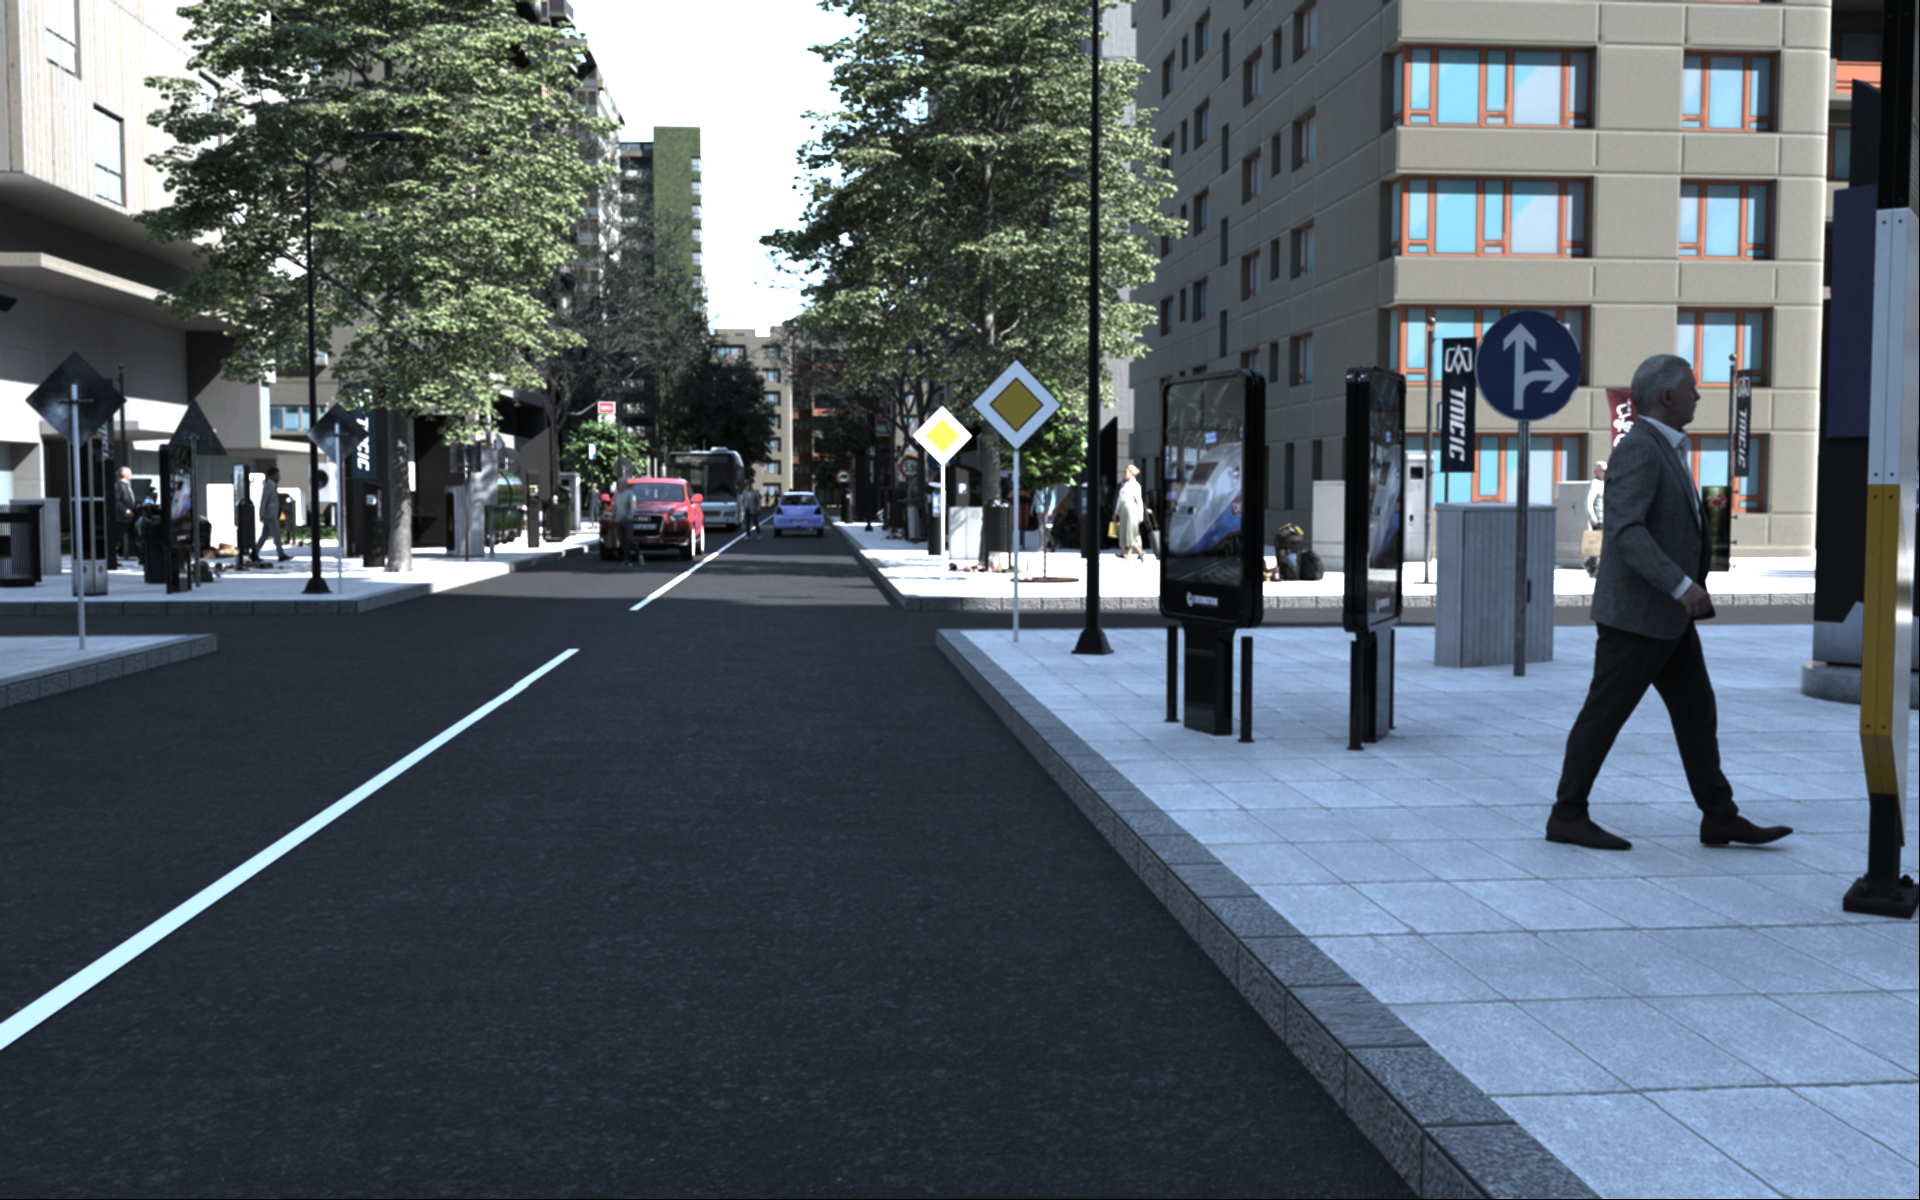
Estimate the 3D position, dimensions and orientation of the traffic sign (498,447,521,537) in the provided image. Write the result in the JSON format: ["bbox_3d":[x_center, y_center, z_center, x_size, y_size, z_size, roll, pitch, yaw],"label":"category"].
[{"bbox_3d":[-12.327,-2.873,47.077,0.768,2.556,0.104,0,4,1],"label":"traffic sign"}]

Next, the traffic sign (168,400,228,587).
[{"bbox_3d":[-10.527,-1.458,23.850,0.884,2.594,0.081,0,4,0],"label":"traffic sign"}]

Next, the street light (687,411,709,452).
[{"bbox_3d":[-14.617,-7.590,96.634,1.470,5.913,1.316,0,4,-5],"label":"street light"}]

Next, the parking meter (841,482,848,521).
[{"bbox_3d":[-5.430,-4.630,81.417,0.255,1.863,0.399,-1,4,-23],"label":"parking meter"}]

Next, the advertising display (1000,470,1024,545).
[{"bbox_3d":[1.122,-2.331,43.333,0.974,1.923,0.123,-1,4,-15],"label":"advertising display"}]

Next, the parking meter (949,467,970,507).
[{"bbox_3d":[-0.015,-1.911,36.961,0.399,1.863,0.255,-3,4,-37],"label":"parking meter"}]

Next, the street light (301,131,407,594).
[{"bbox_3d":[-7.778,-3.041,22.265,1.470,5.913,1.316,0,4,-5],"label":"street light"}]

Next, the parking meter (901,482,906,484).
[{"bbox_3d":[-2.590,-4.613,81.136,0.399,1.863,0.255,-3,5,-39],"label":"parking meter"}]

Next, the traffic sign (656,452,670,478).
[{"bbox_3d":[-15.082,-5.493,83.680,2.265,3.308,0.079,0,4,3],"label":"traffic sign"}]

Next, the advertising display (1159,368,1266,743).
[{"bbox_3d":[1.340,-0.251,9.314,0.123,1.923,0.974,-1,4,-20],"label":"advertising display"}]

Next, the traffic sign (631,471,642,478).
[{"bbox_3d":[-13.218,-4.274,69.991,0.768,2.556,0.104,0,4,2],"label":"traffic sign"}]

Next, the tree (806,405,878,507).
[{"bbox_3d":[-11.856,-14.555,172.378,7.601,10.594,8.767,1,4,13],"label":"tree"}]

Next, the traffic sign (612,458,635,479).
[{"bbox_3d":[-11.740,-3.691,60.450,0.768,2.556,0.104,0,4,-1],"label":"traffic sign"}]

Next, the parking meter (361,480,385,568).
[{"bbox_3d":[-10.231,-1.333,30.202,0.372,1.533,0.369,0,3,0],"label":"parking meter"}]

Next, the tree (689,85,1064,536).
[{"bbox_3d":[-1.263,-8.602,51.016,12.009,13.543,11.850,0,3,0],"label":"tree"}]

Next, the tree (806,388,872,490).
[{"bbox_3d":[-7.800,-10.089,115.324,4.737,8.622,4.395,0,3,0],"label":"tree"}]

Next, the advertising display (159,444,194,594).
[{"bbox_3d":[-10.236,-1.067,22.656,0.123,1.923,0.974,0,4,-8],"label":"advertising display"}]

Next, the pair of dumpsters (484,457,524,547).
[{"bbox_3d":[-12.036,-2.505,43.446,1.574,2.255,4.437,0,4,-5],"label":"pair of dumpsters"}]

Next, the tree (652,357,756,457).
[{"bbox_3d":[-17.107,-11.139,116.536,7.601,10.594,8.767,-3,4,-39],"label":"tree"}]

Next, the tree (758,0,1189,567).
[{"bbox_3d":[0.319,-6.884,30.676,7.486,12.596,7.792,0,3,0],"label":"tree"}]

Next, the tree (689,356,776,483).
[{"bbox_3d":[-21.317,-15.529,160.550,9.857,13.997,8.962,0,3,0],"label":"tree"}]

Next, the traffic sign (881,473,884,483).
[{"bbox_3d":[-4.564,-5.790,94.769,0.768,2.556,0.104,0,4,-5],"label":"traffic sign"}]

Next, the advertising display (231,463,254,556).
[{"bbox_3d":[-15.059,-1.903,36.328,0.123,1.923,0.974,-2,4,-35],"label":"advertising display"}]

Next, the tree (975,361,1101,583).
[{"bbox_3d":[1.322,-1.871,25.193,1.663,3.219,1.824,0,3,0],"label":"tree"}]

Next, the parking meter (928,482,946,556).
[{"bbox_3d":[-0.484,-1.694,36.110,0.372,1.533,0.369,0,3,0],"label":"parking meter"}]

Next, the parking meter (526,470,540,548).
[{"bbox_3d":[-10.123,-2.163,41.072,0.255,1.863,0.399,-1,4,-21],"label":"parking meter"}]

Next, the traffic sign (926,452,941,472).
[{"bbox_3d":[-0.491,-2.737,44.856,0.768,2.556,0.104,0,4,-4],"label":"traffic sign"}]

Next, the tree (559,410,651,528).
[{"bbox_3d":[-13.661,-5.050,66.284,4.285,4.588,4.351,0,3,0],"label":"tree"}]

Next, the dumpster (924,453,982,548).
[{"bbox_3d":[-0.046,-2.361,41.093,1.502,2.255,1.985,0,4,-5],"label":"dumpster"}]

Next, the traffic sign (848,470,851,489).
[{"bbox_3d":[-5.974,-5.705,93.384,0.768,2.556,0.104,0,4,4],"label":"traffic sign"}]

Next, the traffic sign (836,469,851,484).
[{"bbox_3d":[-5.988,-5.431,88.910,0.768,2.556,0.104,0,4,-3],"label":"traffic sign"}]

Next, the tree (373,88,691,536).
[{"bbox_3d":[-12.332,-8.705,52.689,12.009,13.543,11.850,0,3,0],"label":"tree"}]

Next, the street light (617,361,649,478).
[{"bbox_3d":[-11.171,-5.320,59.515,1.470,5.913,1.316,0,4,-5],"label":"street light"}]

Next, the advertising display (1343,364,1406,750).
[{"bbox_3d":[2.166,-0.234,9.039,0.123,1.923,0.974,2,4,25],"label":"advertising display"}]

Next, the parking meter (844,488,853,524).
[{"bbox_3d":[-4.791,-4.044,74.525,0.372,1.533,0.369,0,3,0],"label":"parking meter"}]

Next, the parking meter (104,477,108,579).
[{"bbox_3d":[-12.729,-1.039,25.403,0.372,1.533,0.369,0,3,0],"label":"parking meter"}]

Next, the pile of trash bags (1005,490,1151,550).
[{"bbox_3d":[2.657,-1.887,40.601,3.447,1.369,1.912,-2,4,-23],"label":"pile of trash bags"}]

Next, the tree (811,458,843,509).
[{"bbox_3d":[-11.295,-10.237,151.096,4.285,4.588,4.351,0,3,0],"label":"tree"}]

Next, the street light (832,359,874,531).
[{"bbox_3d":[-3.696,-5.338,59.821,1.470,5.913,1.316,0,4,-5],"label":"street light"}]

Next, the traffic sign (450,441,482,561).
[{"bbox_3d":[-9.444,-1.896,33.121,0.606,2.300,0.079,0,4,1],"label":"traffic sign"}]

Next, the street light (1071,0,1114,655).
[{"bbox_3d":[0.532,-2.521,13.763,1.470,5.913,1.316,0,4,-5],"label":"street light"}]

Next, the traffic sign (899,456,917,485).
[{"bbox_3d":[-1.651,-3.550,58.146,0.768,2.556,0.104,0,4,-3],"label":"traffic sign"}]

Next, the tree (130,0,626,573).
[{"bbox_3d":[-9.381,-6.743,28.371,7.486,12.596,7.792,0,3,0],"label":"tree"}]

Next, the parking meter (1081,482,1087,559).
[{"bbox_3d":[2.588,-1.590,34.413,0.372,1.533,0.369,0,3,0],"label":"parking meter"}]

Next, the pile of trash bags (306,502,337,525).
[{"bbox_3d":[-19.463,-2.731,54.404,3.447,1.369,1.912,0,4,-2],"label":"pile of trash bags"}]

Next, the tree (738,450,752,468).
[{"bbox_3d":[-22.398,-13.612,172.925,4.737,8.622,4.395,0,3,0],"label":"tree"}]

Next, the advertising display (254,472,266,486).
[{"bbox_3d":[-20.902,-2.797,50.938,0.974,1.923,0.123,-3,5,-41],"label":"advertising display"}]

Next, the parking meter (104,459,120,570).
[{"bbox_3d":[-14.470,-1.440,29.248,0.399,1.863,0.255,2,4,34],"label":"parking meter"}]
